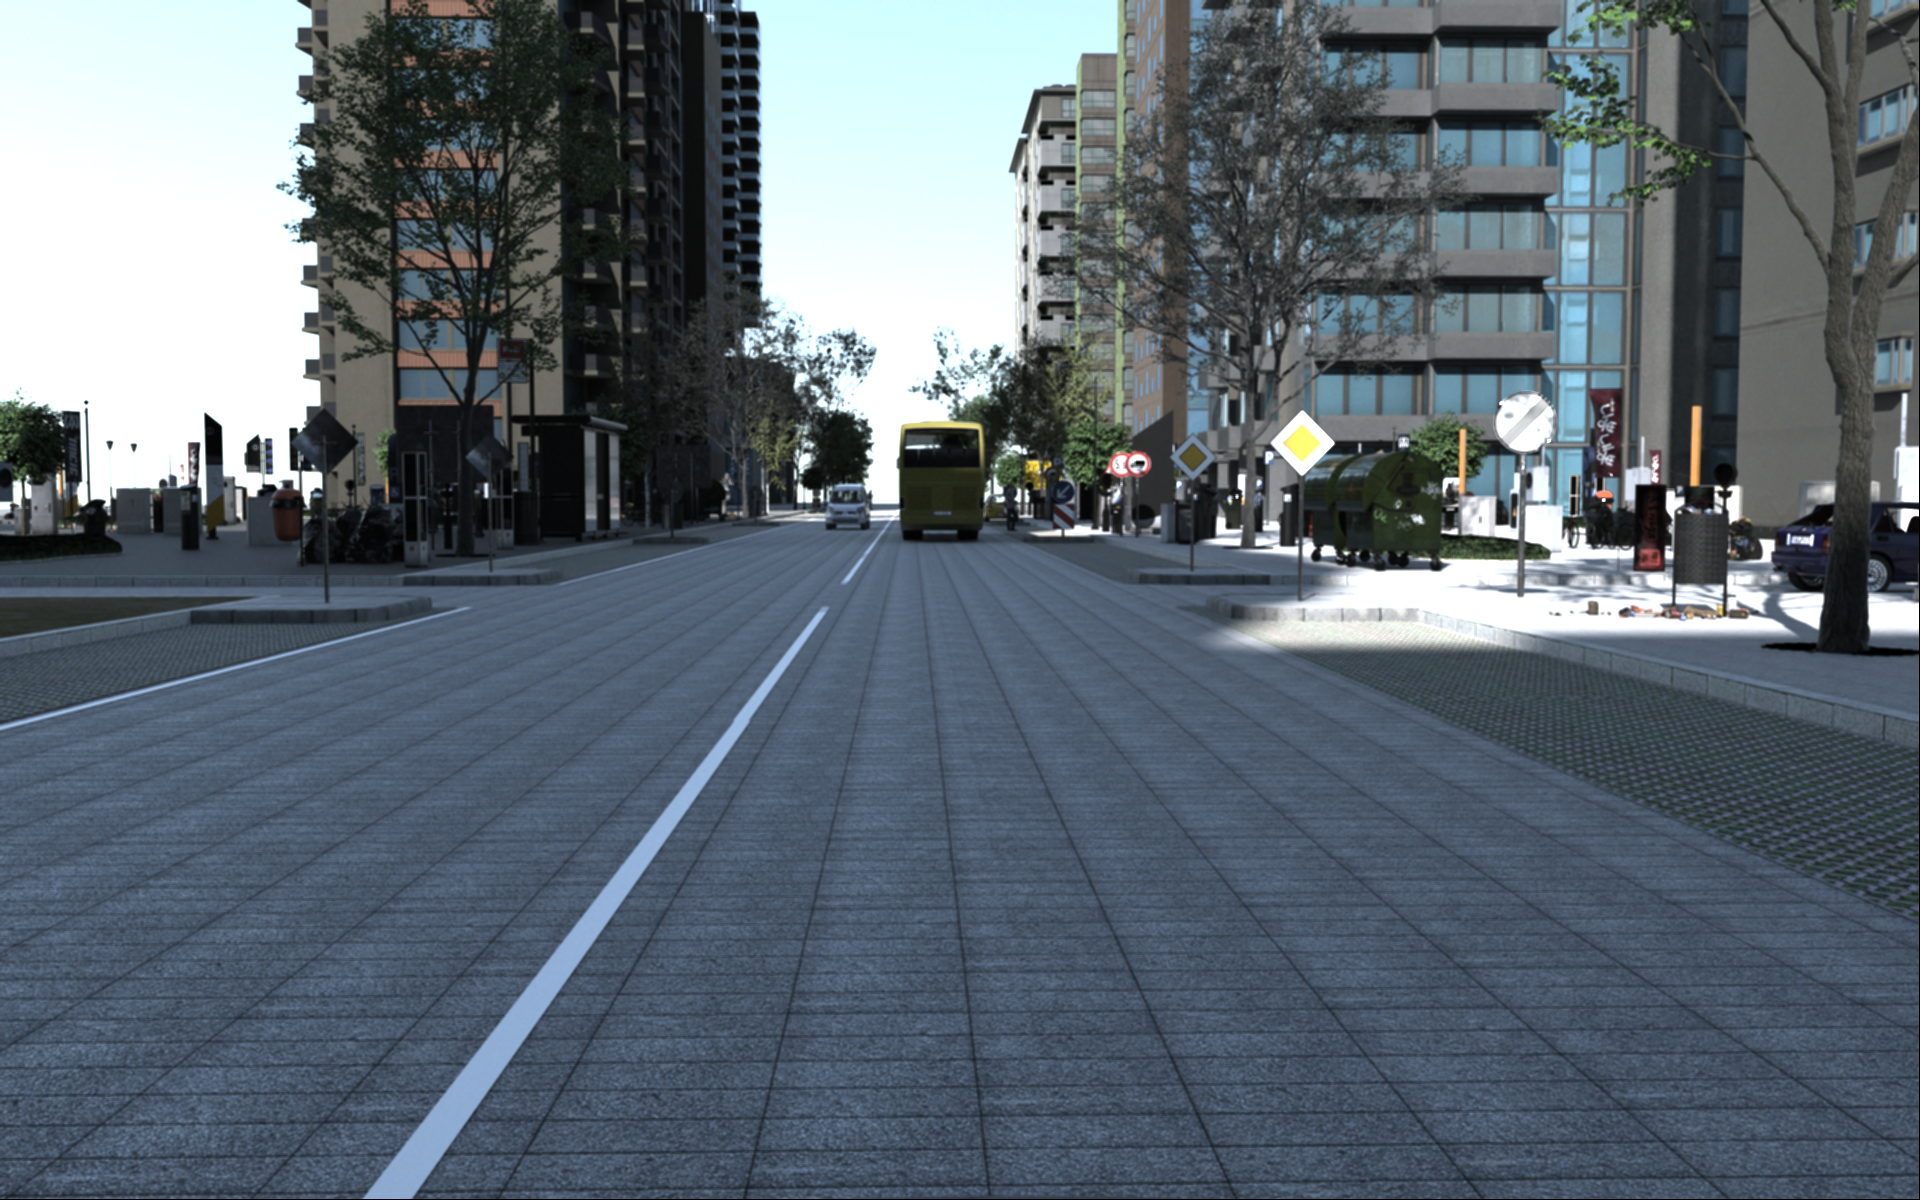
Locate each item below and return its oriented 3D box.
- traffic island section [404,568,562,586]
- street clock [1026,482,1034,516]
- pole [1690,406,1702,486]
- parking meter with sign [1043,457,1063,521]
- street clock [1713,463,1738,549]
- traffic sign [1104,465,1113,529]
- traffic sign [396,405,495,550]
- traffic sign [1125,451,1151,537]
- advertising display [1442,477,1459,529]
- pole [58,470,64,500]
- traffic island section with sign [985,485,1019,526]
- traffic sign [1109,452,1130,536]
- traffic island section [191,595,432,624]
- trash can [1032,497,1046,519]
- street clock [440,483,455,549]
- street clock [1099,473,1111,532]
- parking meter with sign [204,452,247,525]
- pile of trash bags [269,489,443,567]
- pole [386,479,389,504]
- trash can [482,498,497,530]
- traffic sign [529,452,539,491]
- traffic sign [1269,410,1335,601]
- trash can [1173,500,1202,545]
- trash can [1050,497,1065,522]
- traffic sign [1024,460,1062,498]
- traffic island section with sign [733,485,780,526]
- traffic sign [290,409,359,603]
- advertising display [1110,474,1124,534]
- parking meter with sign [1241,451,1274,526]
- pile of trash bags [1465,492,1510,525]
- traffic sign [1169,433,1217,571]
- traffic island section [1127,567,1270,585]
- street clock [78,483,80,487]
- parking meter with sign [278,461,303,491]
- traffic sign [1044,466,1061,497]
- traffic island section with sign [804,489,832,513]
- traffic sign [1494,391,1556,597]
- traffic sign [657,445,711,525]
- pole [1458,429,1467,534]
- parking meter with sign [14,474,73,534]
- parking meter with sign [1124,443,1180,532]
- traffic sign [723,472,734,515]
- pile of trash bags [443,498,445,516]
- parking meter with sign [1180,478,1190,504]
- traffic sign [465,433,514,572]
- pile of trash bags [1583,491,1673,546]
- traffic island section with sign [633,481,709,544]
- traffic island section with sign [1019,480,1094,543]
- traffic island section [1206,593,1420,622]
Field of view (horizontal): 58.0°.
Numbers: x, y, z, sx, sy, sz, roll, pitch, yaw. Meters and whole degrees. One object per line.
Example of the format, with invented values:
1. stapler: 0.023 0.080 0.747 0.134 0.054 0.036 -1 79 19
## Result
1. traffic island section: -7.719 -0.376 28.430 2.009 0.180 2.903 0 4 -2
2. street clock: 4.157 -6.036 103.254 0.471 2.002 0.358 0 4 7
3. pole: 17.079 -2.837 40.236 0.158 3.312 0.155 0 3 0
4. parking meter with sign: 4.419 -5.321 83.258 0.543 3.016 1.738 -1 4 -14
5. street clock: 17.791 -2.185 40.294 0.358 2.002 0.471 -3 5 -44
6. traffic sign: 5.575 -3.876 63.376 0.884 2.594 0.081 0 4 1
7. traffic sign: -11.768 -2.798 39.621 2.265 3.308 0.079 0 4 2
8. traffic sign: 5.240 -3.123 51.173 0.768 2.556 0.104 0 4 -1
9. advertising display: 18.137 -3.605 64.162 0.974 1.923 0.123 -2 4 -24
10. pole: -42.519 -5.388 81.935 0.158 3.312 0.155 0 3 0
11. traffic island section with sign: 2.131 -4.278 78.578 1.989 1.847 2.006 0 4 -2
12. traffic sign: 4.912 -3.210 52.589 0.768 2.556 0.104 0 4 7
13. traffic island section: -7.492 0.112 20.448 2.009 0.180 2.903 0 4 -2
14. trash can: 4.019 -4.664 87.906 0.748 1.137 0.748 0 3 0
15. street clock: -11.975 -2.196 40.480 0.358 2.002 0.471 -1 4 -18
16. street clock: 4.957 -3.315 58.767 0.471 2.002 0.358 -2 4 -29
17. parking meter with sign: -30.511 -4.632 71.997 1.738 3.016 0.543 -1 4 -13
18. pile of trash bags: -11.474 -1.366 32.086 1.912 1.369 3.447 1 4 17
19. pole: -30.005 -5.935 90.883 0.158 3.312 0.155 0 3 0
20. trash can: -17.042 -3.122 62.702 0.748 1.137 0.748 0 3 0
21. traffic sign: -12.901 -3.221 52.761 0.768 2.556 0.104 0 4 1
22. traffic sign: 4.071 -1.043 20.692 0.795 2.450 0.064 0 4 -2
23. trash can: 5.802 -1.992 44.218 0.748 1.137 0.748 0 3 0
24. trash can: 4.329 -3.954 76.293 0.748 1.137 0.748 0 3 0
25. traffic sign: 5.002 -6.753 104.283 2.265 3.308 0.079 0 4 1
26. traffic island section with sign: -9.129 -4.226 77.719 1.989 1.847 2.006 0 4 -2
27. traffic sign: -7.469 -1.024 20.387 0.795 2.450 0.064 0 4 -2
28. advertising display: 5.035 -3.074 55.475 0.123 1.923 0.974 -1 4 -14
29. parking meter with sign: 12.016 -4.564 70.890 0.543 3.016 1.738 -2 4 -35
30. pile of trash bags: 21.336 -3.750 71.070 1.912 1.369 3.447 2 4 34
31. traffic sign: 3.845 -1.531 28.674 0.795 2.450 0.064 0 4 -2
32. traffic island section: 3.868 -0.396 28.752 2.009 0.180 2.903 0 4 -2
33. street clock: -44.694 -5.068 87.433 0.471 2.002 0.358 -2 4 -29
34. parking meter with sign: -35.121 -5.745 90.191 0.543 3.016 1.738 2 4 34
35. traffic sign: 4.251 -4.860 79.573 0.768 2.556 0.104 0 4 4
36. traffic island section with sign: -10.564 -7.329 128.450 1.989 1.847 2.006 0 4 -2
37. traffic sign: 6.979 -1.308 21.484 0.768 2.556 0.104 0 4 1
38. traffic sign: -11.430 -4.765 71.781 2.265 3.308 0.079 0 4 3
39. pole: 15.770 -3.702 54.370 0.158 3.312 0.155 0 3 0
40. parking meter with sign: -29.402 -3.627 55.567 1.738 3.016 0.543 0 4 -8
41. parking meter with sign: 6.526 -3.862 59.407 1.738 3.016 0.543 -1 4 -12
42. traffic sign: -13.720 -6.233 101.917 0.884 2.594 0.081 0 4 6
43. pile of trash bags: -28.953 -5.243 95.471 1.912 1.369 3.447 -1 4 -11
44. parking meter with sign: 10.307 -5.104 79.717 0.543 3.016 1.738 3 5 44
45. traffic sign: -7.695 -1.512 28.369 0.795 2.450 0.064 0 4 -2
46. pile of trash bags: 16.864 -2.106 44.190 1.912 1.369 3.447 0 4 1
47. traffic island section with sign: -8.334 -2.540 50.149 1.989 1.847 2.006 0 4 -2
48. traffic island section with sign: 2.896 -2.617 51.422 1.989 1.847 2.006 0 4 -2
49. traffic island section: 4.095 0.092 20.770 2.009 0.180 2.903 0 4 -2
